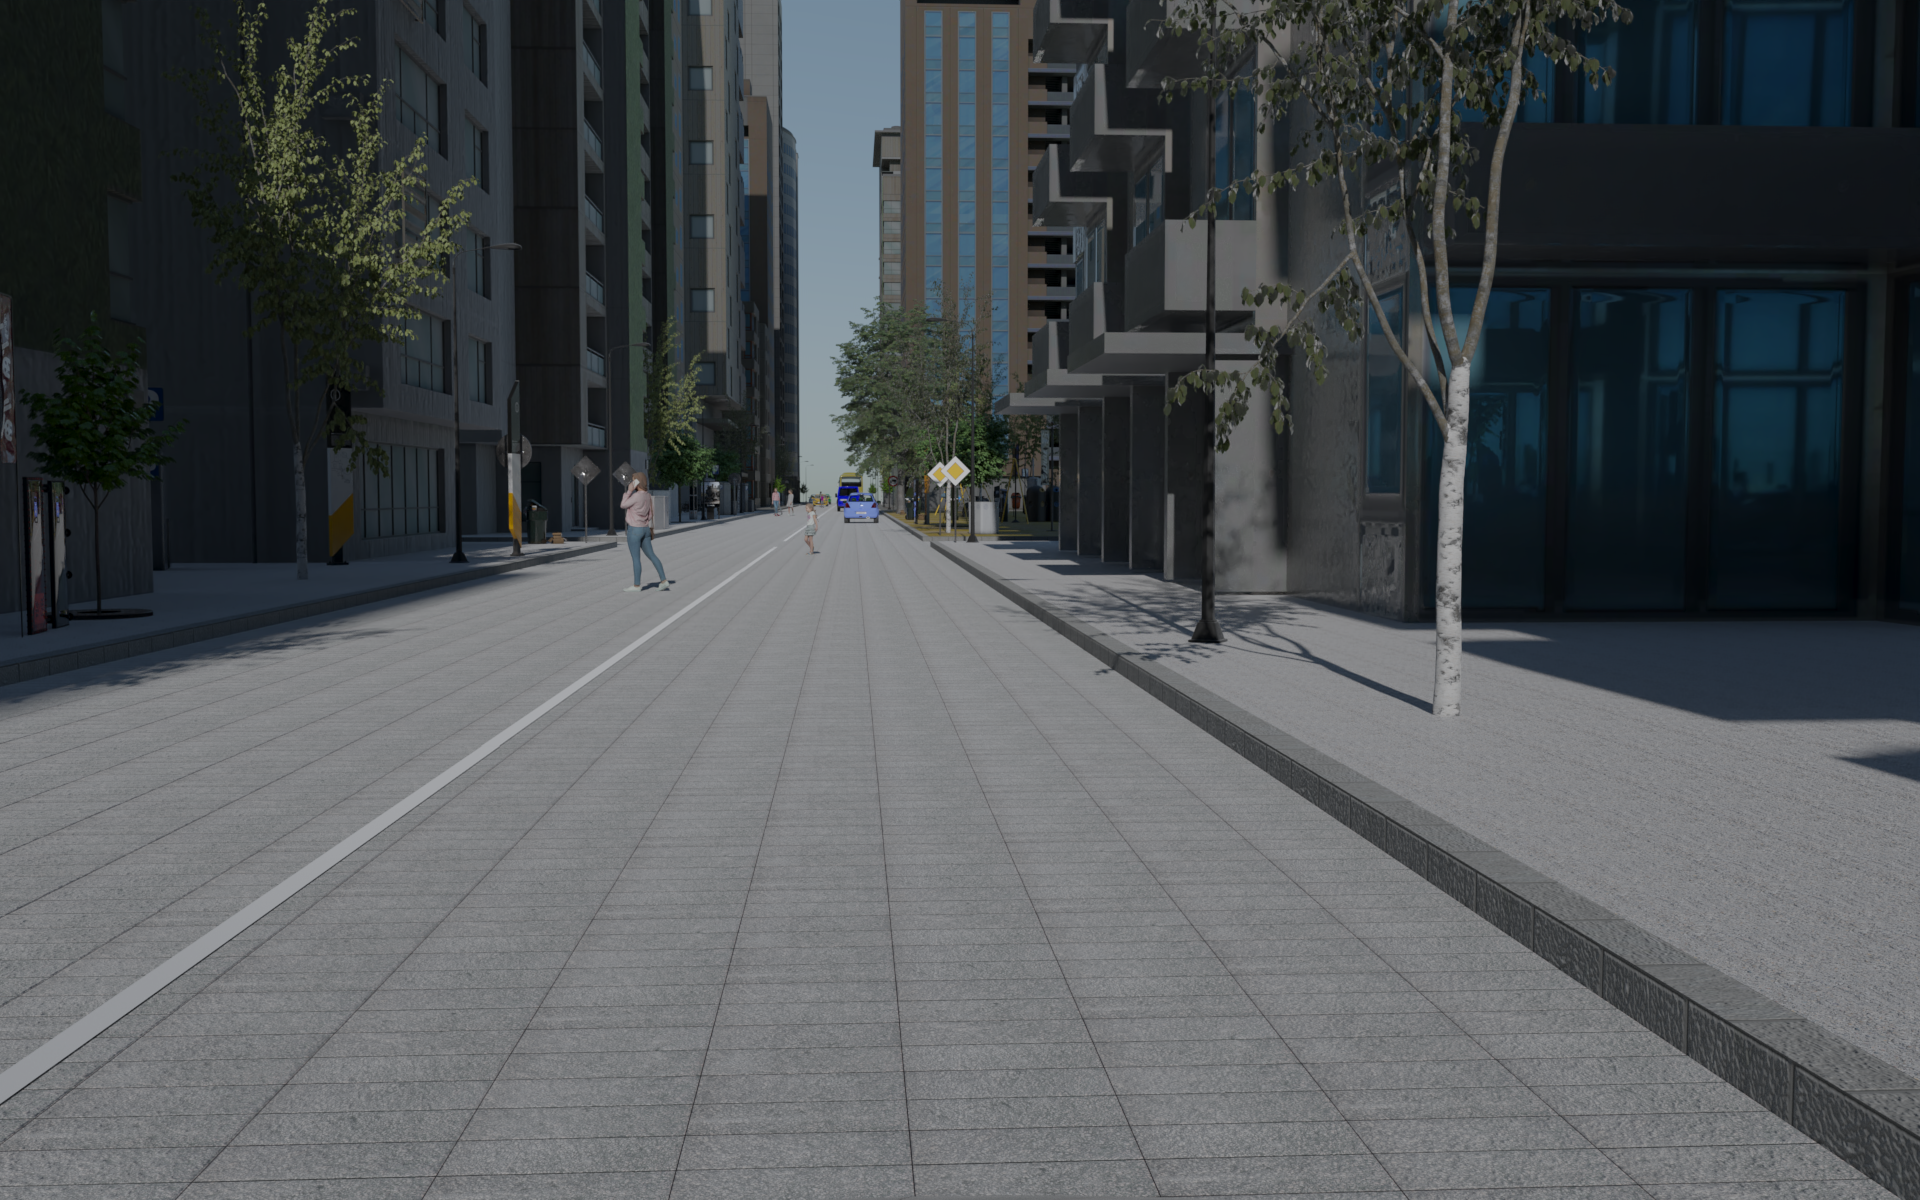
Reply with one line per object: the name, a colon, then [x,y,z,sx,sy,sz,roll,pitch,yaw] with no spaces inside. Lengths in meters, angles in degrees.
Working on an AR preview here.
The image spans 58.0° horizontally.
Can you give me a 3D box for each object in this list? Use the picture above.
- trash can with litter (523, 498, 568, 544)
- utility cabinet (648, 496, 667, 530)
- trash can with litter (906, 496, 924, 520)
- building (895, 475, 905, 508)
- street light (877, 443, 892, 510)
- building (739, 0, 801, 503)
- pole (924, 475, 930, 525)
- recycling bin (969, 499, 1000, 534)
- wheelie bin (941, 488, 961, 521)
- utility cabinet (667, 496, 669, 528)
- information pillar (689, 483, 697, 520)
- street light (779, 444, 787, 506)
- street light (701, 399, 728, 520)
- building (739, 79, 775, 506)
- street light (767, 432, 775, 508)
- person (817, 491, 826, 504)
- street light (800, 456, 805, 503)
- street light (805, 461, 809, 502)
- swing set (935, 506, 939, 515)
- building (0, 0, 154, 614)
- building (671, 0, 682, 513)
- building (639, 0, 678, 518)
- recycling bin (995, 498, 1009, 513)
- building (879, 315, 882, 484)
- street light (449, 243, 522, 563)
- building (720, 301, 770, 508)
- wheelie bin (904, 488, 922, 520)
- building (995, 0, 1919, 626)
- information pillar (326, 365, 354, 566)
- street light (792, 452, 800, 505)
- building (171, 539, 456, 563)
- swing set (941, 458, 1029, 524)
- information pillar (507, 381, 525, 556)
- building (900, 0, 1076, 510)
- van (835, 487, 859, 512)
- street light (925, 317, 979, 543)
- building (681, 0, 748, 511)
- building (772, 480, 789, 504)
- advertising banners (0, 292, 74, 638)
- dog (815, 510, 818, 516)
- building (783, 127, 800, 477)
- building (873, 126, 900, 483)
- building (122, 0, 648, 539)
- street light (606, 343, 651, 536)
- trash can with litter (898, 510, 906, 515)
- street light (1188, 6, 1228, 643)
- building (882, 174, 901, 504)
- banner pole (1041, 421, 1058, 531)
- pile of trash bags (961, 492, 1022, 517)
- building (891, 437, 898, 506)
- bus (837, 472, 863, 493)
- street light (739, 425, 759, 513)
trash can with litter: [-10.670,-2.031,44.587,1.055,1.170,0.624,-2,4,-24]
utility cabinet: [-10.940,-3.123,62.223,0.306,1.237,1.020,1,4,10]
trash can with litter: [-2.115,-4.717,88.511,0.624,1.170,1.055,-2,4,-30]
building: [10.218,-28.724,161.517,32.217,40.220,23.993,0,4,-4]
street light: [-6.308,-10.328,141.411,1.470,5.913,1.316,0,4,-4]
building: [-33.200,-49.354,245.193,20.563,71.187,20.611,0,4,-4]
pole: [-1.388,-4.830,72.815,0.158,3.312,0.155,0,3,0]
recycling bin: [0.769,-2.645,55.801,0.722,1.027,0.722,-2,4,-35]
wheelie bin: [-0.443,-4.660,84.101,0.980,1.594,0.693,0,4,-6]
utility cabinet: [-11.217,-3.321,65.461,0.306,1.237,1.020,0,4,-2]
information pillar: [-13.445,-5.063,87.278,0.304,2.012,0.304,2,4,28]
street light: [-16.882,-11.494,160.472,1.470,5.913,1.316,0,4,-4]
street light: [-12.020,-6.863,84.755,1.470,5.913,1.316,0,4,-4]
building: [-27.786,-33.080,190.963,14.600,45.320,14.200,0,4,-4]
street light: [-14.845,-9.611,129.684,1.470,5.913,1.316,0,4,-4]
person: [-15.203,-11.054,190.018,1.217,1.735,0.721,2,4,32]
street light: [-20.022,-14.666,212.329,1.470,5.913,1.316,0,4,-4]
street light: [-21.947,-16.550,243.125,1.470,5.913,1.316,0,4,-4]
swing set: [0.389,-6.532,104.421,2.862,2.851,3.119,-2,4,-24]
building: [-17.076,-14.840,14.344,14.160,30.474,14.107,0,4,-4]
building: [-25.315,-28.151,110.386,14.600,45.320,14.200,0,4,-4]
building: [-22.368,-19.399,88.867,14.160,30.474,14.107,0,4,-4]
recycling bin: [2.763,-6.230,114.411,0.722,1.027,0.722,2,4,26]
building: [-1.649,-37.856,273.572,22.147,44.769,28.867,0,4,-4]
street light: [-8.813,-3.648,32.194,1.470,5.913,1.316,0,4,-4]
building: [-33.142,-19.816,169.037,27.650,21.520,28.899,0,4,-4]
wheelie bin: [-2.367,-4.851,87.221,0.980,1.594,0.693,2,4,34]
building: [13.139,-25.051,29.189,23.786,49.044,30.456,0,4,-4]
information pillar: [-11.185,-2.438,31.214,0.183,3.616,0.504,2,4,33]
street light: [-18.738,-13.378,191.272,1.470,5.913,1.316,0,4,-4]
building: [-18.011,-21.646,37.504,14.086,41.232,14.154,0,4,-4]
swing set: [1.205,-4.745,75.199,3.119,2.851,2.862,-1,4,-22]
information pillar: [-9.177,-2.712,35.689,0.183,3.616,0.504,0,4,6]
building: [2.236,-30.071,141.768,14.600,45.320,14.200,0,4,-4]
van: [-9.208,-8.479,143.021,2.240,2.365,5.245,0,4,-4]
street light: [-0.206,-4.472,45.661,1.470,5.913,1.316,0,4,-4]
building: [-31.553,-33.685,139.984,28.713,52.752,27.495,0,4,-4]
building: [-38.520,-32.484,222.987,32.217,40.220,23.993,0,4,-4]
advertising banners: [-8.506,-1.205,15.898,0.090,3.025,2.074,-1,4,-13]
dog: [-9.595,-5.758,114.337,0.550,0.427,0.748,0,4,5]
building: [-36.031,-44.515,269.816,21.231,58.520,28.212,0,4,-4]
building: [2.214,-40.131,245.385,28.713,52.752,27.495,0,4,-4]
building: [-18.758,-22.968,59.120,14.154,41.232,14.086,0,4,-4]
street light: [-10.188,-4.934,53.219,1.470,5.913,1.316,0,4,-4]
trash can with litter: [-3.314,-5.916,108.110,1.055,1.170,0.624,-1,4,-16]
street light: [1.613,-2.587,14.841,1.470,5.913,1.316,0,4,-4]
building: [-3.021,-33.048,223.932,14.154,41.232,14.086,0,4,-4]
banner pole: [3.024,-4.252,59.540,0.401,3.779,0.863,3,5,41]
pile of trash bags: [1.887,-5.315,96.649,3.447,1.369,1.912,-2,4,-28]
building: [3.983,-53.489,187.215,22.319,86.520,31.000,0,4,-4]
bus: [-12.394,-12.512,196.124,2.896,3.916,12.252,0,4,-5]
street light: [-14.089,-8.761,115.791,1.470,5.913,1.316,0,4,-4]
